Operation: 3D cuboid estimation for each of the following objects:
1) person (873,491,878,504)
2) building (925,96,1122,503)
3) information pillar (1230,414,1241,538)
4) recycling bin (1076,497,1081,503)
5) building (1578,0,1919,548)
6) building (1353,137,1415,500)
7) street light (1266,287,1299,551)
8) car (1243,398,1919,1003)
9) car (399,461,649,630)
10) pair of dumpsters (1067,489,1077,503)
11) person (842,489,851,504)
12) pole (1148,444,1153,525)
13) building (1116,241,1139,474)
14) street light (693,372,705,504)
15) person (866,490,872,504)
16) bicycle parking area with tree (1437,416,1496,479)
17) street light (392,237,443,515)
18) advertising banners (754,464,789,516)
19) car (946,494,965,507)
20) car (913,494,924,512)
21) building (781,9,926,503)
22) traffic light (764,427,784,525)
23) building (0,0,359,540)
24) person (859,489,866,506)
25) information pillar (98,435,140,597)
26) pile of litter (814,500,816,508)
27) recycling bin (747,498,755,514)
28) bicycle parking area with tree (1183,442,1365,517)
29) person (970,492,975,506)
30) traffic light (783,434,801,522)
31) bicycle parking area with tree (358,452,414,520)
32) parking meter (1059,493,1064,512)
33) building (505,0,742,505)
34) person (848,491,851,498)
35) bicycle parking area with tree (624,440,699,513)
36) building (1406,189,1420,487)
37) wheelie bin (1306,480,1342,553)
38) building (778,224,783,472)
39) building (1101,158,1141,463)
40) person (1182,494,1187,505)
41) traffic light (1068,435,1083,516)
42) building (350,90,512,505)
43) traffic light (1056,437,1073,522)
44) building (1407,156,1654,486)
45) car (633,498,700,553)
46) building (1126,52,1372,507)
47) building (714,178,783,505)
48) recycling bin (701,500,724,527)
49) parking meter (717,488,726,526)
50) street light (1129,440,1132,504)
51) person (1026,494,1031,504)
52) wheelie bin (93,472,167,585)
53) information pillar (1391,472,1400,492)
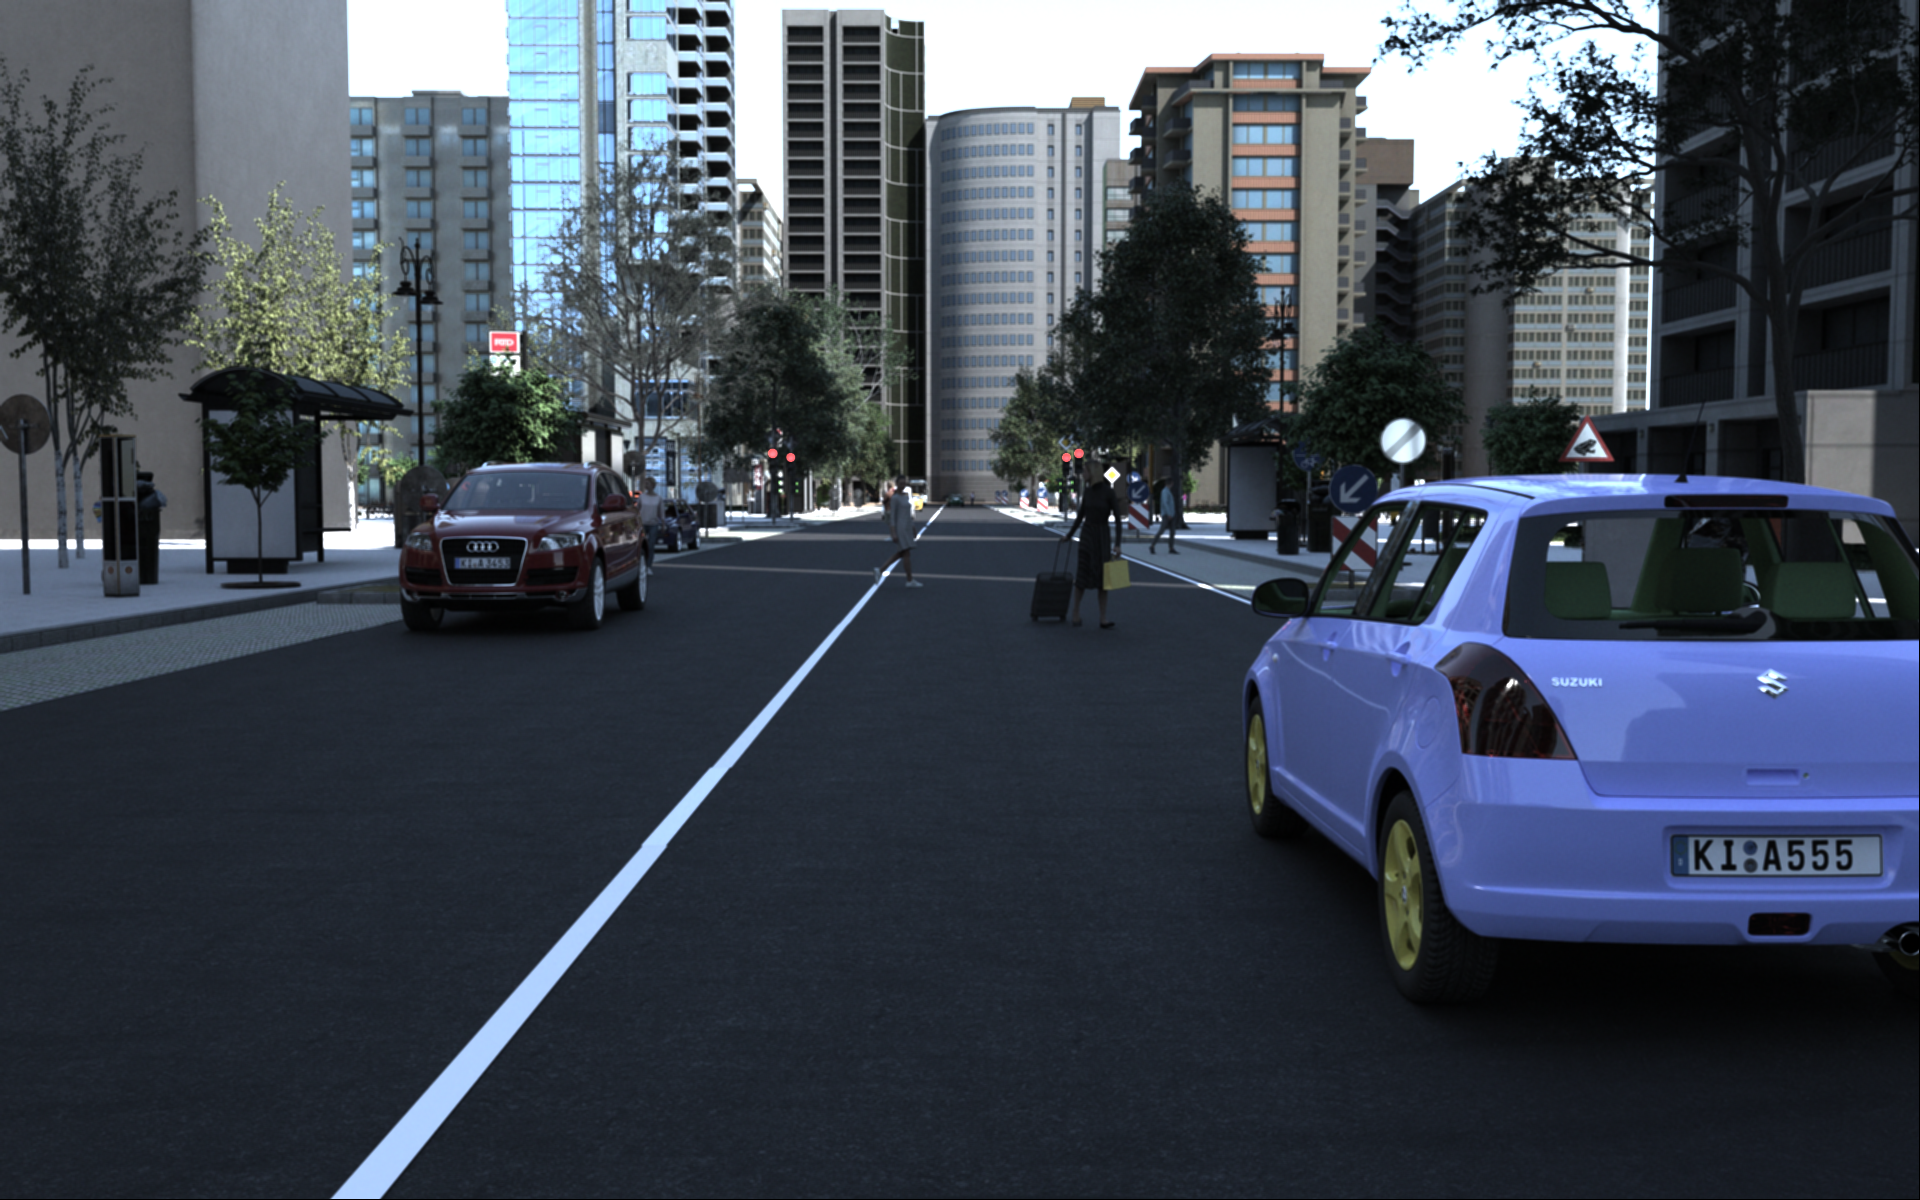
[{"bbox_3d":[-10.743,-13.211,222.753,1.217,1.735,0.721,3,4,39],"label":"person"},{"bbox_3d":[8.989,-43.891,259.618,28.212,58.520,21.231,0,4,0],"label":"building"},{"bbox_3d":[8.083,-3.624,50.611,0.183,3.616,0.504,-1,4,-12],"label":"information pillar"},{"bbox_3d":[9.390,-7.404,133.605,0.722,1.027,0.722,-2,4,-28],"label":"recycling bin"},{"bbox_3d":[30.090,-37.005,43.287,20.563,71.187,20.611,0,4,0],"label":"building"},{"bbox_3d":[46.718,-34.461,213.542,14.200,45.320,14.600,0,4,0],"label":"building"},{"bbox_3d":[7.199,-4.036,38.782,0.468,5.910,1.993,0,4,0],"label":"street light"},{"bbox_3d":[2.073,0.209,6.178,1.945,1.707,3.694,0,4,0],"label":"car"},{"bbox_3d":[-4.876,-0.689,19.944,2.281,1.827,5.304,0,4,-2],"label":"car"},{"bbox_3d":[9.364,-8.914,148.235,1.574,2.255,4.437,0,3,0],"label":"pair of dumpsters"},{"bbox_3d":[-12.150,-10.816,182.510,1.348,1.869,0.705,-1,4,-9],"label":"person"},{"bbox_3d":[7.790,-4.705,70.777,0.158,3.312,0.155,0,3,0],"label":"pole"},{"bbox_3d":[24.587,-26.125,198.844,14.160,30.474,14.107,0,4,0],"label":"building"},{"bbox_3d":[-9.806,-5.651,65.187,0.468,5.910,1.993,0,4,0],"label":"street light"},{"bbox_3d":[-12.247,-13.563,227.811,1.348,1.822,0.705,-1,4,-11],"label":"person"},{"bbox_3d":[22.068,-4.665,63.269,8.231,4.147,9.016,1,4,22],"label":"bicycle parking area with tree"},{"bbox_3d":[-9.797,-3.587,31.432,0.468,5.910,1.993,0,4,0],"label":"street light"},{"bbox_3d":[-11.045,-6.429,101.295,2.074,3.025,0.090,1,4,10],"label":"advertising banners"},{"bbox_3d":[-0.486,-11.082,192.990,2.131,1.459,4.920,0,4,-2],"label":"car"},{"bbox_3d":[-3.955,-8.121,143.001,2.015,1.641,3.980,0,4,-1],"label":"car"},{"bbox_3d":[-15.421,-50.197,258.972,20.611,71.187,20.563,0,4,0],"label":"building"},{"bbox_3d":[-7.806,-5.125,72.713,0.839,4.253,0.868,0,4,0],"label":"traffic light"},{"bbox_3d":[-32.969,-15.960,54.453,24.014,27.812,14.314,0,4,0],"label":"building"},{"bbox_3d":[-10.908,-11.293,190.708,1.348,1.821,0.705,-3,4,-37],"label":"person"},{"bbox_3d":[-10.484,-1.047,21.604,0.304,2.012,0.304,2,4,28],"label":"information pillar"},{"bbox_3d":[-13.102,-8.398,151.269,1.176,0.858,1.719,-2,4,-24],"label":"pile of litter"},{"bbox_3d":[-13.508,-6.175,113.510,0.722,1.027,0.722,0,4,4],"label":"recycling bin"},{"bbox_3d":[18.650,-7.268,105.839,9.016,4.147,8.231,-1,4,-14],"label":"bicycle parking area with tree"},{"bbox_3d":[1.492,-11.722,201.092,0.756,1.711,0.436,-3,4,-36],"label":"person"},{"bbox_3d":[-7.835,-5.613,80.698,0.839,4.253,0.868,0,4,0],"label":"traffic light"},{"bbox_3d":[-31.966,-6.295,89.925,9.016,4.147,8.231,0,4,-5],"label":"bicycle parking area with tree"},{"bbox_3d":[7.235,-7.185,123.191,0.399,1.863,0.255,-1,4,-14],"label":"parking meter"},{"bbox_3d":[-32.773,-52.460,170.384,22.319,86.520,31.000,0,4,0],"label":"building"},{"bbox_3d":[-14.745,-13.581,228.618,0.617,1.759,0.750,1,4,12],"label":"person"},{"bbox_3d":[-20.109,-6.499,93.256,8.231,4.147,9.016,2,4,32],"label":"bicycle parking area with tree"},{"bbox_3d":[55.494,-38.943,260.416,21.600,48.544,21.300,0,4,0],"label":"building"},{"bbox_3d":[8.057,-1.849,38.138,0.980,1.594,0.693,2,4,32],"label":"wheelie bin"},{"bbox_3d":[-32.757,-35.046,256.588,14.086,41.232,14.154,0,4,0],"label":"building"},{"bbox_3d":[24.404,-32.422,213.693,14.154,41.232,14.086,0,4,0],"label":"building"},{"bbox_3d":[20.565,-9.162,159.060,0.599,1.433,0.991,3,5,44],"label":"person"},{"bbox_3d":[4.955,-5.129,72.775,0.839,4.253,0.868,0,4,0],"label":"traffic light"},{"bbox_3d":[-61.617,-36.006,208.311,30.456,49.044,23.786,0,4,0],"label":"building"},{"bbox_3d":[4.926,-5.617,80.760,0.839,4.253,0.868,0,4,0],"label":"traffic light"},{"bbox_3d":[66.092,-31.403,205.323,23.993,40.220,32.217,0,4,0],"label":"building"},{"bbox_3d":[-7.615,-1.873,43.211,1.945,1.354,3.894,0,4,2],"label":"car"},{"bbox_3d":[28.668,-31.933,176.724,22.147,44.769,28.867,0,4,0],"label":"building"},{"bbox_3d":[-33.670,-31.395,205.189,23.993,40.220,32.217,0,4,0],"label":"building"},{"bbox_3d":[-9.780,-3.420,68.477,0.722,1.027,0.722,-2,4,-33],"label":"recycling bin"},{"bbox_3d":[-9.639,-3.761,69.904,0.372,1.533,0.369,0,3,0],"label":"parking meter"},{"bbox_3d":[7.110,-6.076,72.126,0.468,5.910,1.993,0,4,0],"label":"street light"},{"bbox_3d":[8.801,-13.276,223.833,0.721,1.736,1.217,-3,5,-44],"label":"person"},{"bbox_3d":[-11.739,-1.021,24.600,0.693,1.594,0.980,3,5,43],"label":"wheelie bin"},{"bbox_3d":[17.549,-4.786,69.613,0.504,3.616,0.183,2,4,33],"label":"information pillar"}]
